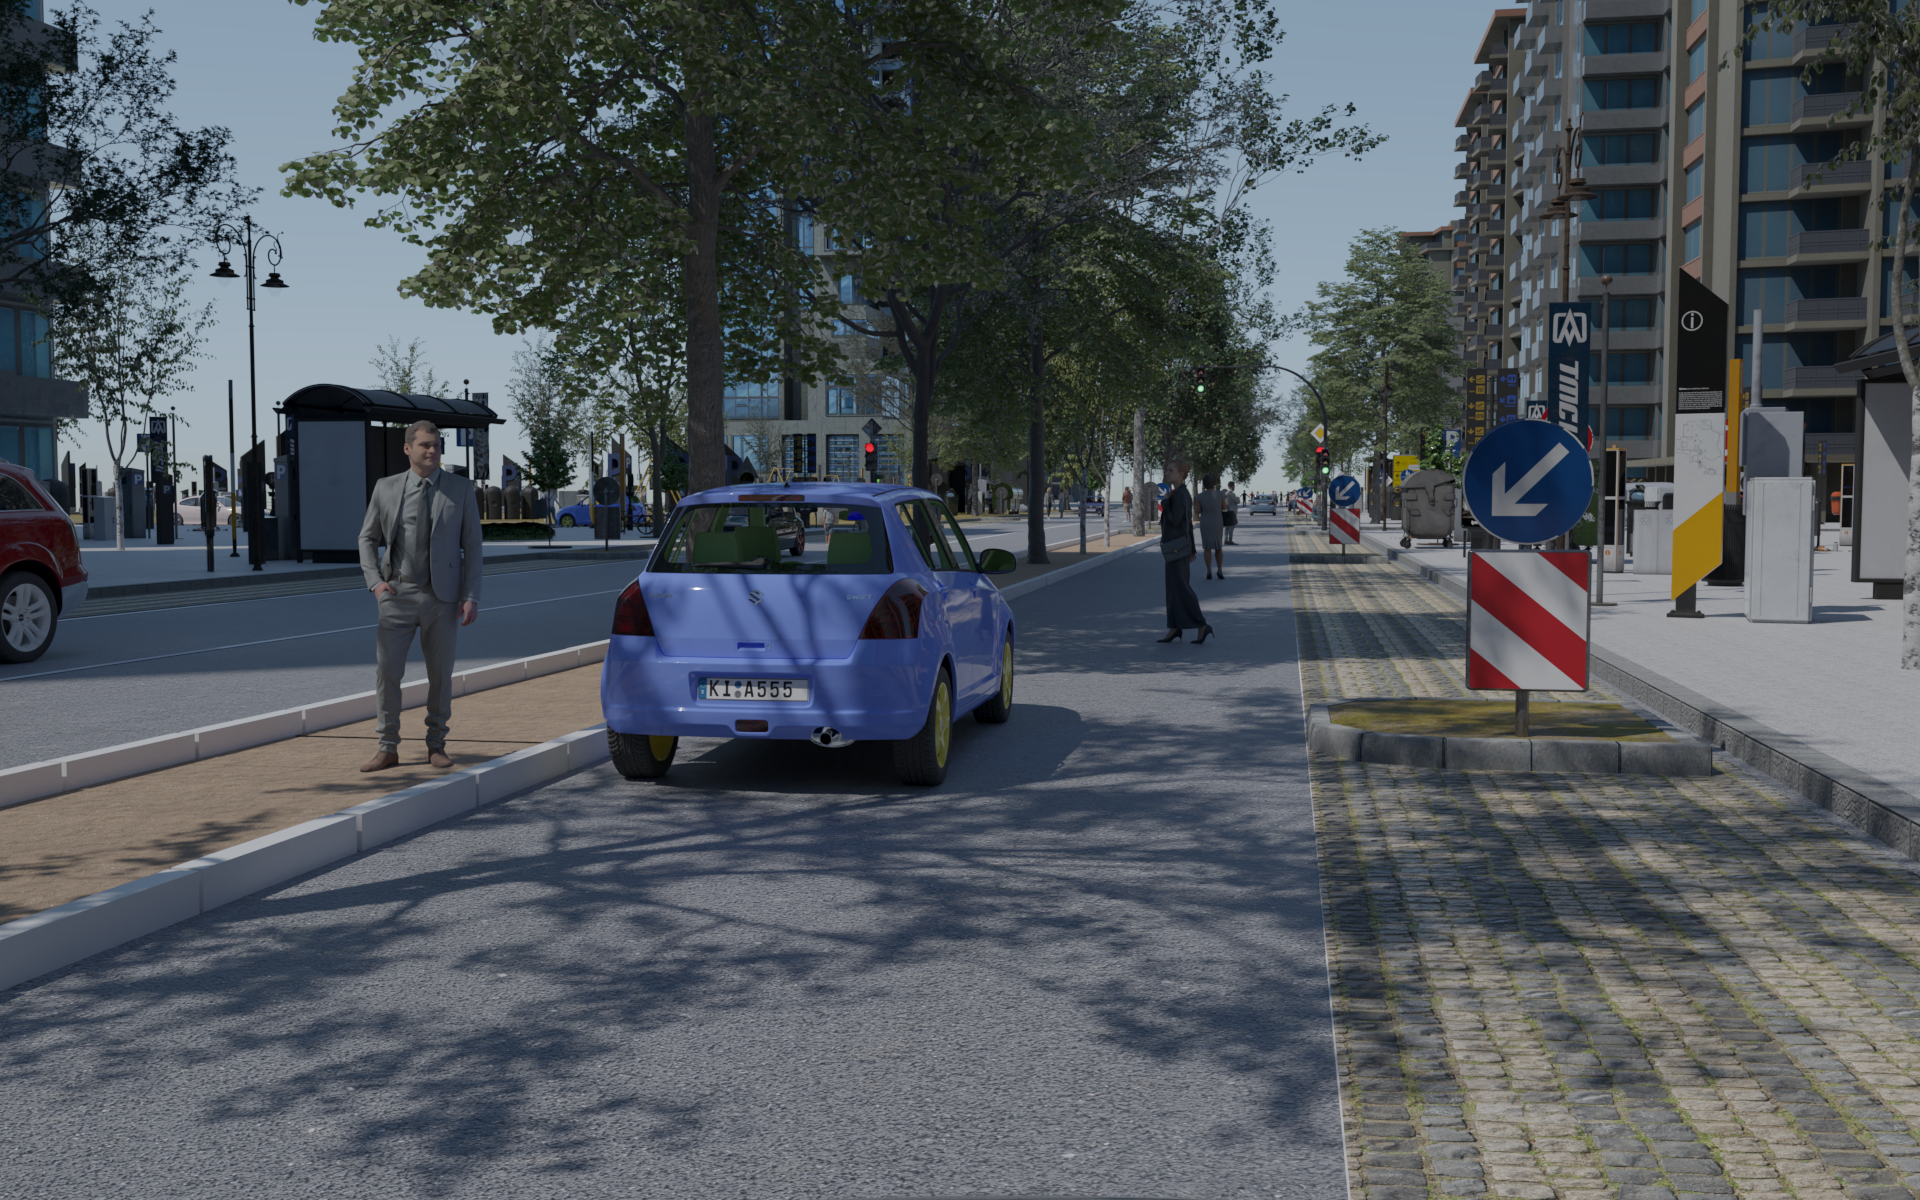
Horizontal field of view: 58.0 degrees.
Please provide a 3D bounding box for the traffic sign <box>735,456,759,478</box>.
[{"bbox_3d":[-7.221,-3.592,58.728,0.884,2.594,0.081,1,4,15],"label":"traffic sign"}]

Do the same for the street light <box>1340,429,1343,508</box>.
[{"bbox_3d":[22.782,-7.974,103.167,0.468,5.910,1.993,1,4,11],"label":"street light"}]

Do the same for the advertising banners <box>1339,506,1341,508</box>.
[{"bbox_3d":[23.436,-6.751,106.560,0.090,3.025,2.074,1,4,17],"label":"advertising banners"}]

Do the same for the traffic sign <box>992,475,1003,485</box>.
[{"bbox_3d":[2.431,-6.884,112.666,0.768,2.556,0.104,1,4,14],"label":"traffic sign"}]

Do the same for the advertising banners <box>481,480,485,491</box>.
[{"bbox_3d":[-41.897,-9.440,150.527,0.090,3.025,2.074,2,4,30],"label":"advertising banners"}]

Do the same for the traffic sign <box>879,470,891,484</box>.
[{"bbox_3d":[-4.205,-5.789,94.661,0.884,2.594,0.081,1,4,15],"label":"traffic sign"}]

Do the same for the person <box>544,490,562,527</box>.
[{"bbox_3d":[-16.096,-3.637,68.639,0.598,1.740,0.731,3,5,43],"label":"person"}]

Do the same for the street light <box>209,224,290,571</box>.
[{"bbox_3d":[-11.773,-3.429,28.850,0.468,5.910,1.993,1,4,11],"label":"street light"}]

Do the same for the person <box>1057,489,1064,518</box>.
[{"bbox_3d":[6.070,-5.872,105.077,0.524,1.755,0.480,2,4,26],"label":"person"}]

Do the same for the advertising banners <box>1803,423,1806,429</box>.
[{"bbox_3d":[19.658,-2.836,42.552,2.074,3.025,0.090,0,4,8],"label":"advertising banners"}]

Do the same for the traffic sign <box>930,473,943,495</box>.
[{"bbox_3d":[-1.456,-6.524,106.780,0.768,2.556,0.104,1,4,12],"label":"traffic sign"}]

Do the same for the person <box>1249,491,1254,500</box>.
[{"bbox_3d":[38.899,-13.587,230.587,1.348,1.831,0.705,-3,4,-37],"label":"person"}]

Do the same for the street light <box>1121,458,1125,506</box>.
[{"bbox_3d":[17.501,-13.032,185.856,0.468,5.910,1.993,1,4,11],"label":"street light"}]

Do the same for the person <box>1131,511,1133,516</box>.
[{"bbox_3d":[11.876,-6.520,115.326,0.699,1.804,1.509,3,4,39],"label":"person"}]

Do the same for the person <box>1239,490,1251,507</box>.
[{"bbox_3d":[30.459,-10.844,185.424,1.348,1.869,0.705,-1,4,-8],"label":"person"}]

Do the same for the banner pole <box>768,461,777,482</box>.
[{"bbox_3d":[-14.124,-8.570,130.131,0.863,3.779,0.401,-1,4,-13],"label":"banner pole"}]

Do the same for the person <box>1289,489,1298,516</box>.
[{"bbox_3d":[22.217,-6.490,115.203,0.643,1.750,0.593,-3,5,-43],"label":"person"}]

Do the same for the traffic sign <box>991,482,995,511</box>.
[{"bbox_3d":[2.514,-7.559,124.771,0.795,2.450,0.064,1,4,17],"label":"traffic sign"}]

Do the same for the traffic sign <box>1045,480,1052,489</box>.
[{"bbox_3d":[6.526,-7.751,128.853,0.606,2.300,0.079,1,4,12],"label":"traffic sign"}]

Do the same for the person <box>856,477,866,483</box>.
[{"bbox_3d":[-2.122,-1.692,36.509,0.624,1.780,0.694,1,4,11],"label":"person"}]

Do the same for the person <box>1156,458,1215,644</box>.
[{"bbox_3d":[2.152,-0.474,16.677,0.534,1.772,0.576,0,4,-7],"label":"person"}]

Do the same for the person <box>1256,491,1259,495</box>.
[{"bbox_3d":[30.560,-10.288,177.433,1.217,1.743,0.721,-1,4,-15],"label":"person"}]

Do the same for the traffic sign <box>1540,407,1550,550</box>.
[{"bbox_3d":[8.404,-1.512,24.718,0.884,2.594,0.081,1,4,12],"label":"traffic sign"}]

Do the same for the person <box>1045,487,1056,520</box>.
[{"bbox_3d":[5.067,-5.410,97.130,0.709,1.800,0.728,-1,4,-14],"label":"person"}]

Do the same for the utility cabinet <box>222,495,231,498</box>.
[{"bbox_3d":[-41.098,-5.304,97.882,0.306,1.237,1.020,3,5,43],"label":"utility cabinet"}]

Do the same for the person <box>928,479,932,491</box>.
[{"bbox_3d":[-0.680,-1.552,34.621,0.466,1.731,0.760,-3,5,-45],"label":"person"}]

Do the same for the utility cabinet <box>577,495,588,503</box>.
[{"bbox_3d":[-25.153,-6.377,115.426,1.020,1.237,0.306,-1,4,-14],"label":"utility cabinet"}]

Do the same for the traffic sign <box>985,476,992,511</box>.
[{"bbox_3d":[1.918,-7.466,122.073,0.884,2.594,0.081,1,4,15],"label":"traffic sign"}]

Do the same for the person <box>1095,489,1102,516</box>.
[{"bbox_3d":[9.192,-6.474,114.898,0.519,1.759,0.362,-3,5,-42],"label":"person"}]

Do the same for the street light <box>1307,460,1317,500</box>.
[{"bbox_3d":[44.139,-14.943,217.109,0.468,5.910,1.993,1,4,11],"label":"street light"}]

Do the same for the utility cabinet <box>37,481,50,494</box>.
[{"bbox_3d":[-14.848,-1.154,27.544,1.173,1.500,0.318,3,5,40],"label":"utility cabinet"}]

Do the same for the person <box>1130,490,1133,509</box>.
[{"bbox_3d":[15.780,-9.314,160.654,0.709,1.838,0.599,0,4,-1],"label":"person"}]

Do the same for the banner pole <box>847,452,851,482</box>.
[{"bbox_3d":[-6.543,-6.856,102.116,0.401,3.779,0.863,1,4,9],"label":"banner pole"}]

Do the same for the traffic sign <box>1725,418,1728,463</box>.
[{"bbox_3d":[12.621,-1.759,28.861,0.768,2.556,0.104,1,4,17],"label":"traffic sign"}]

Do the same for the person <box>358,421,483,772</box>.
[{"bbox_3d":[-2.825,-0.029,9.066,0.635,1.810,0.391,-1,4,-19],"label":"person"}]

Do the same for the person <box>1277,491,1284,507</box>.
[{"bbox_3d":[36.330,-11.407,195.726,1.217,1.735,0.721,-1,4,-13],"label":"person"}]

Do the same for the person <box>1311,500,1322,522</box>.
[{"bbox_3d":[18.458,-4.594,89.114,0.738,1.151,1.012,2,4,24],"label":"person"}]

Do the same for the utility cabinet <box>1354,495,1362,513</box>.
[{"bbox_3d":[26.195,-6.357,115.106,1.020,1.237,0.306,0,4,2],"label":"utility cabinet"}]

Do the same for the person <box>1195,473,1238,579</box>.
[{"bbox_3d":[4.317,-1.240,29.136,0.716,1.782,0.532,0,4,8],"label":"person"}]

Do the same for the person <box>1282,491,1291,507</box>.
[{"bbox_3d":[32.211,-9.848,170.233,1.217,1.735,0.721,0,4,1],"label":"person"}]

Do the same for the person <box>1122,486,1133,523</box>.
[{"bbox_3d":[8.441,-4.824,87.352,0.573,1.828,0.580,0,4,4],"label":"person"}]

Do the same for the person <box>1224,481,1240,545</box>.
[{"bbox_3d":[7.717,-2.462,48.932,0.466,1.800,0.511,-2,4,-29],"label":"person"}]

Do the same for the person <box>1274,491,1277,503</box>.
[{"bbox_3d":[40.976,-13.277,225.442,0.709,1.838,0.599,-3,5,-40],"label":"person"}]

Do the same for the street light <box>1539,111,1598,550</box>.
[{"bbox_3d":[7.486,-2.976,21.450,0.468,5.910,1.993,1,4,11],"label":"street light"}]

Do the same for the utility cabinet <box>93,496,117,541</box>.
[{"bbox_3d":[-23.747,-2.263,48.159,0.306,1.237,1.020,0,4,-8],"label":"utility cabinet"}]

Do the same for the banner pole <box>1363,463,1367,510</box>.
[{"bbox_3d":[32.904,-9.211,140.608,0.401,3.779,0.863,1,4,23],"label":"banner pole"}]

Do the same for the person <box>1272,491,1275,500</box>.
[{"bbox_3d":[30.728,-9.893,170.776,0.750,1.759,0.617,1,4,17],"label":"person"}]

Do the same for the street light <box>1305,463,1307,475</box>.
[{"bbox_3d":[52.032,-17.577,260.165,0.468,5.910,1.993,1,4,11],"label":"street light"}]

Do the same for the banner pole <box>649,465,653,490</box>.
[{"bbox_3d":[-22.991,-8.560,129.972,0.401,3.779,0.863,3,5,44],"label":"banner pole"}]

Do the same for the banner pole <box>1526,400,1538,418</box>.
[{"bbox_3d":[13.681,-3.097,40.650,0.863,3.779,0.401,1,4,16],"label":"banner pole"}]

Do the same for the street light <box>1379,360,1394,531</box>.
[{"bbox_3d":[14.692,-5.319,59.761,0.468,5.910,1.993,1,4,11],"label":"street light"}]

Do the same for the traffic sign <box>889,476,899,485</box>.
[{"bbox_3d":[-3.661,-5.731,95.830,0.606,2.300,0.079,1,4,11],"label":"traffic sign"}]

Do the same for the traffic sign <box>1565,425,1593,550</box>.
[{"bbox_3d":[9.889,-1.720,28.220,0.768,2.556,0.104,1,4,13],"label":"traffic sign"}]
